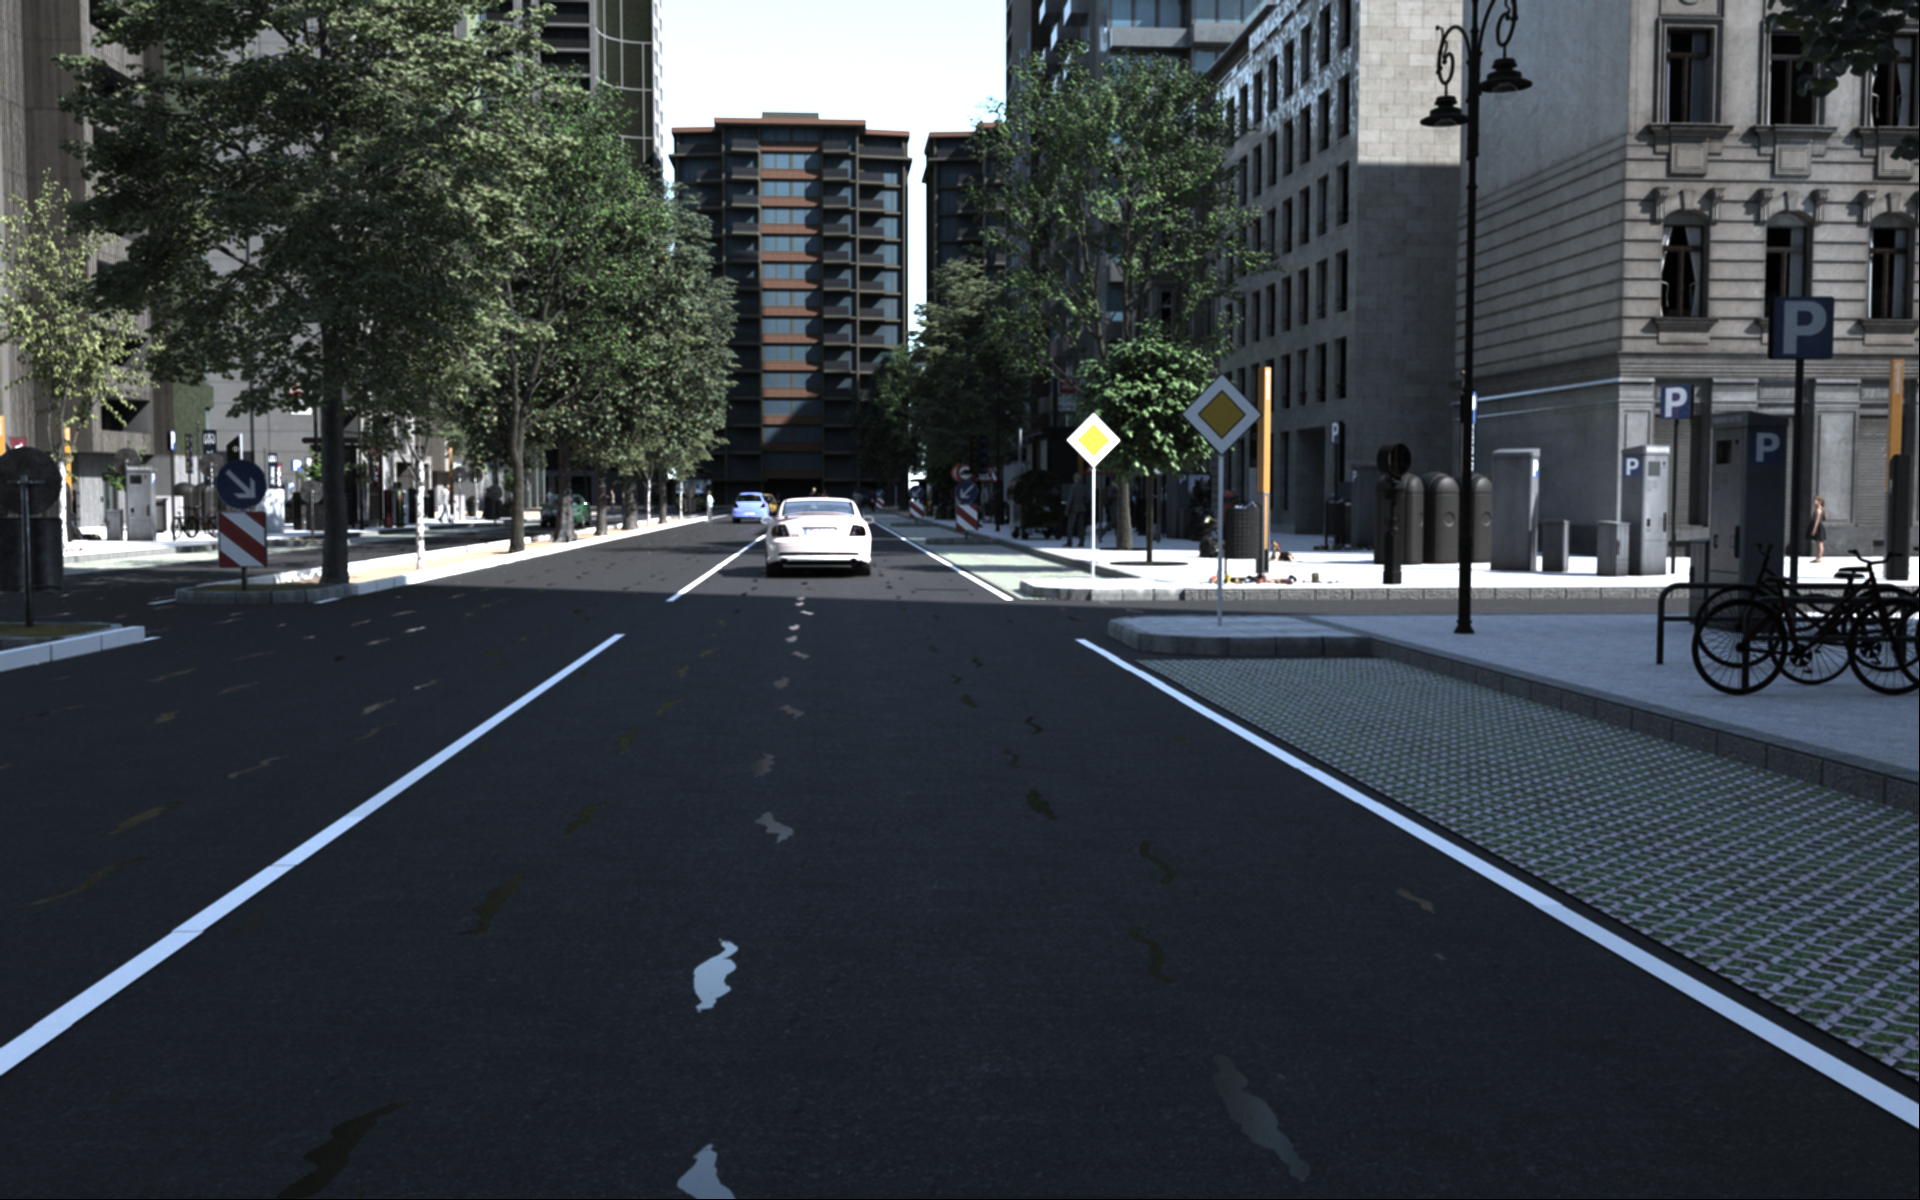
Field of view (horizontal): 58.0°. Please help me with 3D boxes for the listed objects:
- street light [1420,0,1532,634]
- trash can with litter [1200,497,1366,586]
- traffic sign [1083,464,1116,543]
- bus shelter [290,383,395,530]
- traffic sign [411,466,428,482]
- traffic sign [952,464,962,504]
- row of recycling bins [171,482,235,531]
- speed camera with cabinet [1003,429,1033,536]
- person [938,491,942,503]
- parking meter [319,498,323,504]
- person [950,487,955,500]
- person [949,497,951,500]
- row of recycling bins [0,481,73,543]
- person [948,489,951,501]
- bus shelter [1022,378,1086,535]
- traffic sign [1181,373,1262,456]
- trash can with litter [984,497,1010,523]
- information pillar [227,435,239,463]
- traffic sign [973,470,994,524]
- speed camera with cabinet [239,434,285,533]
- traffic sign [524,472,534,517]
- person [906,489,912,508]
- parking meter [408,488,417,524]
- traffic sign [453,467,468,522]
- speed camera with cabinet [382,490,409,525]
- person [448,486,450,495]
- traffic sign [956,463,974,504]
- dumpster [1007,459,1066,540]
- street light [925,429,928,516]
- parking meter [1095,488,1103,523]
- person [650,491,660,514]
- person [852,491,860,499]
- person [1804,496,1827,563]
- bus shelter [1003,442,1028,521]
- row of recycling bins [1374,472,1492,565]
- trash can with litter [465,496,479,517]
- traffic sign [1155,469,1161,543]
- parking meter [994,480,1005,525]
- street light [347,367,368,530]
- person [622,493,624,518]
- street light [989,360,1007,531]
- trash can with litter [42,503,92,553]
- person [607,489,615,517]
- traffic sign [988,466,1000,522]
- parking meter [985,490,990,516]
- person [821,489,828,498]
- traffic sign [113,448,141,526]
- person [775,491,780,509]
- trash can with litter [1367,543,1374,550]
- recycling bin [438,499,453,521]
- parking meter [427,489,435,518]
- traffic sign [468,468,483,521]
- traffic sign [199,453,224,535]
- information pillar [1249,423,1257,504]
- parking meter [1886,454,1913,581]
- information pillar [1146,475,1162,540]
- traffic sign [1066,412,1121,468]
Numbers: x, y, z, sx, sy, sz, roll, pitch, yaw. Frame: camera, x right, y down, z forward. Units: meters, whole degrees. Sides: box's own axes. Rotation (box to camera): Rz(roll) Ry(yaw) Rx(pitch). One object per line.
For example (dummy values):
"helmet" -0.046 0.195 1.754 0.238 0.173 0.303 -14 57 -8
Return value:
"street light" 4.655 -2.632 15.814 0.468 5.910 1.993 0 4 -4
"trash can with litter" 4.486 -0.849 24.946 2.233 1.210 1.678 0 4 -1
"traffic sign" 3.669 -2.772 45.324 0.884 2.594 0.081 0 4 4
"bus shelter" -23.392 -5.380 65.588 2.179 5.291 8.768 0 4 -4
"traffic sign" -24.344 -4.767 78.053 0.768 2.556 0.104 0 4 1
"traffic sign" 0.032 -4.416 72.304 0.768 2.556 0.104 0 4 -2
"row of recycling bins" -26.880 -3.384 62.444 1.069 1.692 3.534 1 4 19
"speed camera with cabinet" 1.797 -3.620 53.521 0.660 3.252 2.038 1 4 13
"person" -1.984 -10.249 175.079 0.415 1.643 0.593 0 4 4
"parking meter" -25.488 -3.724 69.299 0.372 1.533 0.369 0 3 0
"person" -0.510 -7.043 121.134 0.705 1.831 1.348 0 4 -7
"person" -0.585 -8.189 143.195 0.557 1.426 1.065 3 5 40
"row of recycling bins" -23.901 -2.291 44.565 1.069 1.692 3.534 0 4 -3
"person" -0.874 -9.267 157.190 0.705 1.869 1.348 -1 4 -22
"bus shelter" 3.240 -4.909 57.894 2.179 5.291 8.768 0 4 -5
"traffic sign" 2.543 -0.890 16.742 0.795 2.593 0.064 0 4 -4
"trash can with litter" 1.933 -3.988 76.263 2.233 1.210 1.678 0 4 8
"information pillar" -28.748 -4.725 68.613 0.504 3.616 0.183 -2 4 -26
"traffic sign" 1.012 -4.527 74.012 0.884 2.594 0.081 0 4 4
"speed camera with cabinet" -23.416 -3.860 57.451 0.660 3.252 2.038 2 4 25
"traffic sign" -24.484 -5.993 98.092 0.768 2.556 0.104 0 4 5
"person" -4.737 -9.652 163.883 1.348 1.821 0.705 -1 4 -9
"parking meter" -23.702 -4.074 75.014 0.372 1.533 0.369 0 3 0
"traffic sign" -23.196 -4.904 80.288 0.768 2.556 0.104 0 4 5
"speed camera with cabinet" -23.936 -4.756 72.095 2.038 3.252 0.660 2 4 25
"person" -29.843 -5.802 101.620 0.721 1.743 1.217 -3 5 -44
"traffic sign" 0.221 -4.374 71.624 0.768 2.556 0.104 0 4 2
"dumpster" 2.169 -2.864 49.321 1.502 2.255 1.985 0 4 -4
"street light" -1.886 -7.737 99.288 0.468 5.910 1.993 0 4 -4
"parking meter" 6.258 -4.270 78.230 0.372 1.533 0.369 0 3 0
"person" -22.016 -7.143 125.815 1.217 1.766 0.721 -1 4 -10
"person" -9.163 -8.982 156.076 1.217 1.735 0.721 -2 4 -25
"person" 15.904 -1.313 32.180 0.373 1.253 0.362 2 4 35
"bus shelter" 2.888 -4.379 65.527 2.014 3.302 5.546 0 4 -4
"row of recycling bins" 9.163 -1.543 32.340 3.534 1.692 1.069 -2 4 -34
"trash can with litter" -27.435 -5.223 96.786 0.624 1.170 1.055 2 4 26
"traffic sign" 5.214 -2.776 45.497 0.768 2.556 0.104 0 4 3
"parking meter" 1.647 -4.067 72.207 0.399 1.863 0.255 3 5 42
"street light" -21.487 -5.458 62.018 0.468 5.910 1.993 0 4 -4
"person" -20.033 -5.819 104.167 0.750 1.759 0.617 2 4 28
"street light" 1.305 -5.309 59.595 0.468 5.910 1.993 0 4 -4
"trash can with litter" -20.146 -1.691 38.701 1.678 1.210 2.233 -1 4 -14
"person" -22.160 -6.152 109.622 0.750 1.759 0.617 1 4 11
"traffic sign" 1.393 -4.775 78.070 0.884 2.594 0.081 0 4 -1
"parking meter" 1.614 -5.581 99.663 0.372 1.533 0.369 0 3 0
"person" -8.683 -6.276 111.839 0.721 1.743 1.217 2 4 25
"traffic sign" -23.129 -2.935 48.095 0.768 2.556 0.104 0 4 -3
"person" -17.943 -9.840 170.099 0.721 1.735 1.217 -1 4 -18
"trash can with litter" 8.994 -1.756 39.771 2.233 1.210 1.678 -2 4 -27
"recycling bin" -24.716 -4.328 83.315 0.722 1.027 0.722 -1 4 -16
"parking meter" -28.108 -5.111 91.980 0.372 1.533 0.369 0 3 0
"traffic sign" -23.201 -5.063 82.892 0.768 2.556 0.104 0 4 4
"traffic sign" -22.972 -3.246 53.179 0.768 2.556 0.104 0 4 -4
"information pillar" 9.211 -3.819 53.801 0.504 3.616 0.183 -1 4 -14
"parking meter" 13.971 -1.226 25.763 0.255 1.863 0.399 1 4 19
"information pillar" 5.389 -2.668 48.113 0.304 2.012 0.304 -2 4 -28
"traffic sign" 1.921 -1.377 24.703 0.795 2.593 0.064 0 4 -4
